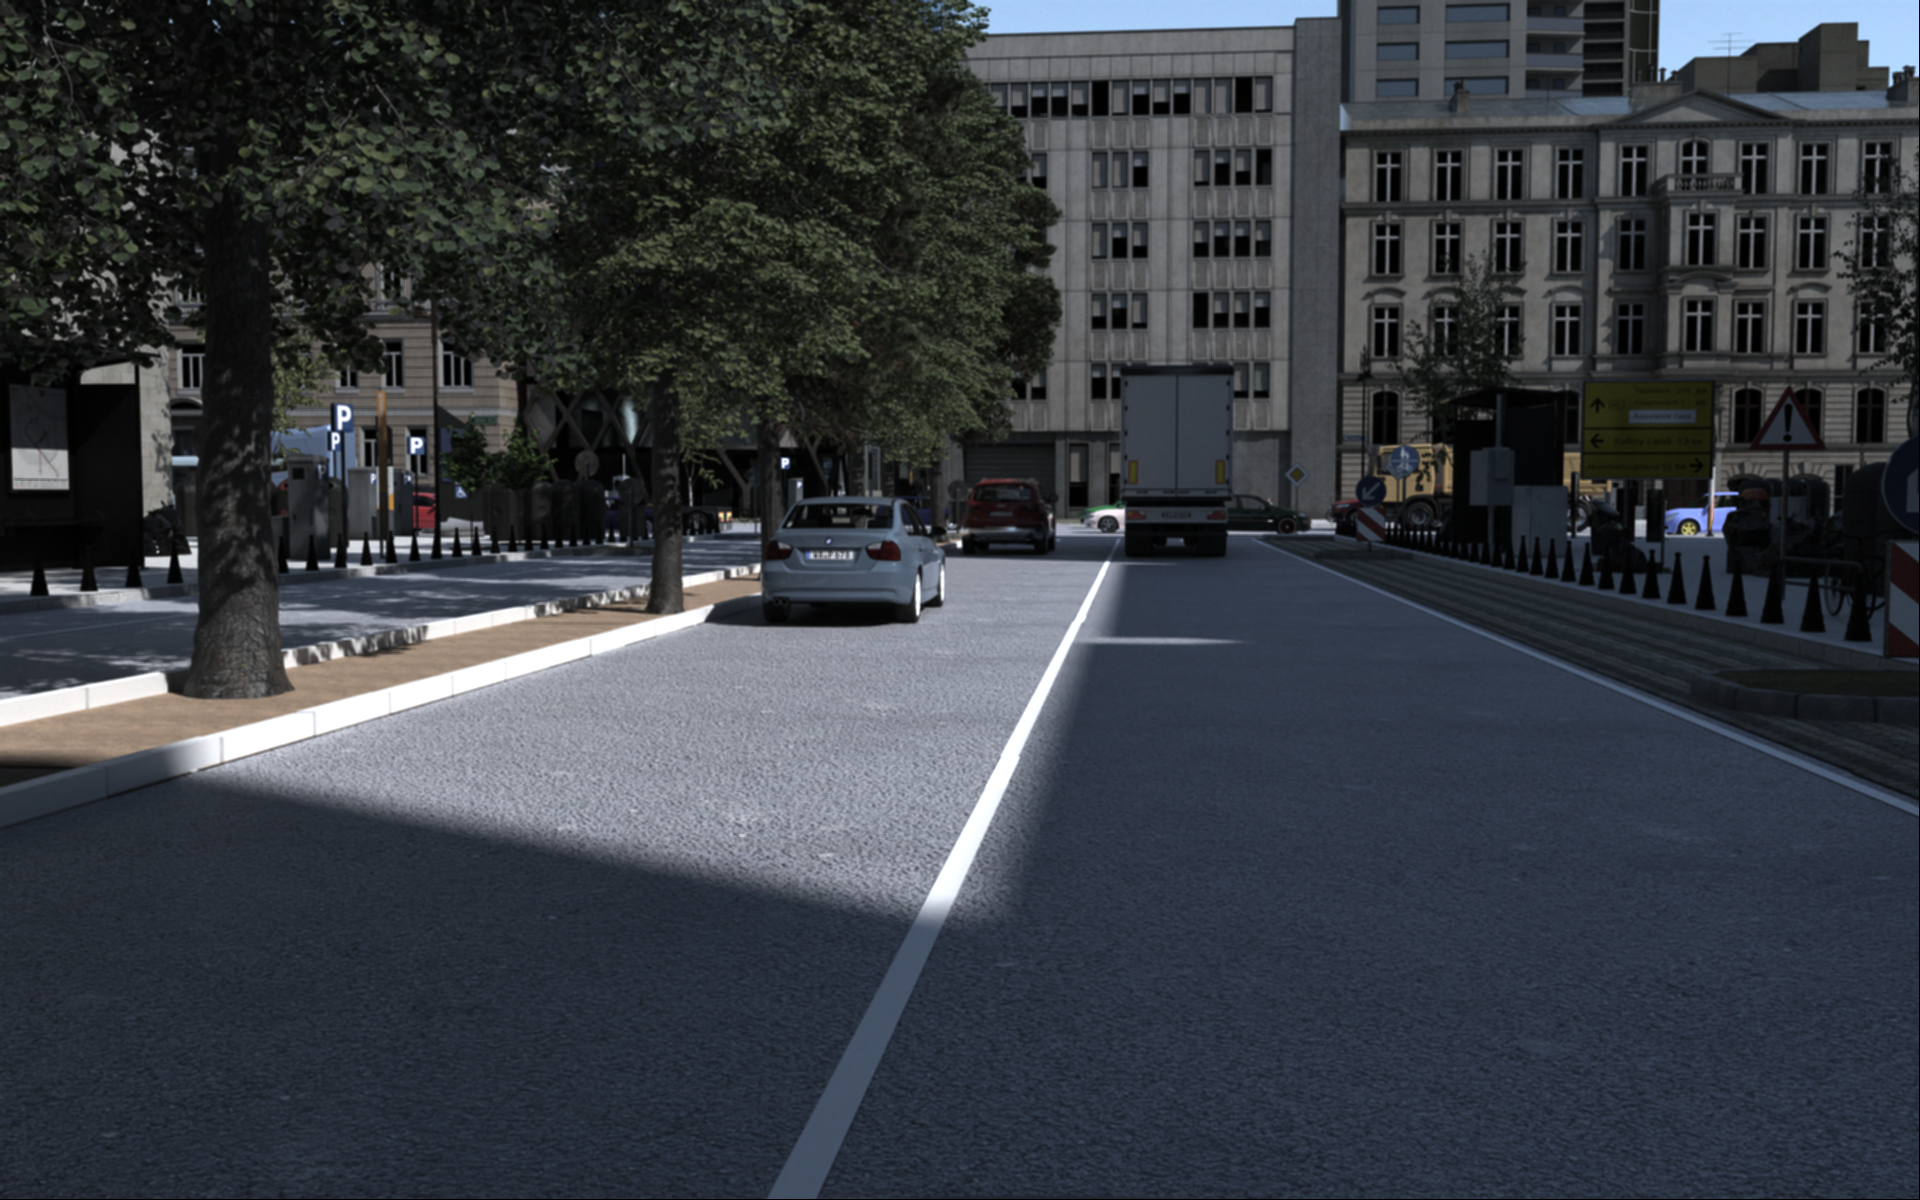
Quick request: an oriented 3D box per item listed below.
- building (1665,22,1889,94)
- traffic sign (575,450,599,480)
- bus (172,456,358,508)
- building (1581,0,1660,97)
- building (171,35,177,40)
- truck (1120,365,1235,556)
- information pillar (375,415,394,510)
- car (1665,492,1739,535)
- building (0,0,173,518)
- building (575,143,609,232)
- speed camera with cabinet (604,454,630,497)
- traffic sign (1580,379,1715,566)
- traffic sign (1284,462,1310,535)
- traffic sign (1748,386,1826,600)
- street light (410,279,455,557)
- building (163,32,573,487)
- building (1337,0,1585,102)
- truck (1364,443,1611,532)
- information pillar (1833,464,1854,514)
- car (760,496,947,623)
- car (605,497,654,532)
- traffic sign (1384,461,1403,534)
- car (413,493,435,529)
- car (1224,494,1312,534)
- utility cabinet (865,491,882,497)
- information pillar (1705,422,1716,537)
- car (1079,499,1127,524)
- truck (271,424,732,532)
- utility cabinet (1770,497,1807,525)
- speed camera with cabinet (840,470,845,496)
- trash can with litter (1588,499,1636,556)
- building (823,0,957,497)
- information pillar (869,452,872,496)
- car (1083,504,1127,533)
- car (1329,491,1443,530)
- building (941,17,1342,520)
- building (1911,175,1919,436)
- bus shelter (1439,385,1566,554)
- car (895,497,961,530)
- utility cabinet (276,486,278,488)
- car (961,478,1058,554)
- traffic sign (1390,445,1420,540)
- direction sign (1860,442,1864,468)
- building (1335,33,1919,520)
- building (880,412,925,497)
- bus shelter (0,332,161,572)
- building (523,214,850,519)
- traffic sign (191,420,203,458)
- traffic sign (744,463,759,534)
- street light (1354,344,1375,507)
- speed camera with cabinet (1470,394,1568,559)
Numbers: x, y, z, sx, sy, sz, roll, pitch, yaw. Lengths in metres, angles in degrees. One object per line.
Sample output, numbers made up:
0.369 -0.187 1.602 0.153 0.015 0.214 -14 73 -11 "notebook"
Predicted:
85.213 -34.274 184.077 21.600 48.544 21.300 0 4 6 "building"
-10.872 -3.077 50.422 0.768 2.556 0.104 1 4 14 "traffic sign"
-31.770 -4.690 71.547 13.247 3.499 2.948 0 4 6 "bus"
87.774 -49.457 246.878 20.611 71.187 20.563 0 4 6 "building"
-58.756 -19.689 99.411 29.804 29.767 11.434 0 4 6 "building"
5.379 -3.323 43.240 2.839 4.237 11.283 0 4 7 "truck"
-17.126 -3.681 51.531 0.504 3.616 0.183 0 4 5 "information pillar"
24.711 -2.873 56.559 3.694 1.707 1.945 0 4 7 "car"
-29.850 -11.408 41.271 16.860 20.320 10.420 0 4 6 "building"
-48.384 -33.243 198.145 28.867 44.769 22.147 0 4 6 "building"
-17.414 -5.633 86.441 2.038 3.252 0.660 2 4 31 "speed camera with cabinet"
12.182 -2.256 30.765 2.265 3.308 0.079 0 4 7 "traffic sign"
10.539 -3.093 54.215 0.795 2.450 0.064 0 4 6 "traffic sign"
9.956 -1.278 20.903 0.884 2.594 0.081 0 4 7 "traffic sign"
-10.715 -3.829 35.394 0.468 5.910 1.993 0 4 6 "street light"
-33.197 -19.076 97.796 20.117 28.700 13.634 0 4 6 "building"
45.296 -37.775 159.621 21.231 58.520 28.212 0 4 6 "building"
19.715 -4.329 66.697 9.791 3.379 3.469 0 4 8 "truck"
21.903 -2.353 42.963 0.304 2.012 0.304 -1 4 -22 "information pillar"
-1.206 -0.527 20.613 2.014 1.417 4.499 0 4 5 "car"
-11.889 -2.934 60.553 3.894 1.354 1.945 0 4 7 "car"
12.109 -2.858 47.910 0.795 2.450 0.064 0 4 8 "traffic sign"
-18.856 -3.230 61.845 4.494 1.783 2.155 0 4 5 "car"
9.973 -3.049 59.634 4.222 1.686 2.009 0 4 6 "car"
-5.799 -6.584 116.331 1.173 1.500 0.318 -1 4 -12 "utility cabinet"
22.776 -3.738 52.467 0.183 3.616 0.504 2 4 34 "information pillar"
7.335 -3.874 72.139 4.718 1.807 1.959 0 4 5 "car"
-18.325 -4.729 67.074 18.799 4.110 2.967 0 4 5 "truck"
20.520 -1.944 42.944 1.020 1.237 0.306 -2 4 -28 "utility cabinet"
-9.153 -8.596 134.881 0.660 3.252 2.038 1 4 13 "speed camera with cabinet"
13.603 -1.505 35.988 0.624 1.170 1.055 -2 4 -35 "trash can with litter"
-11.981 -57.884 259.079 31.000 86.520 22.319 0 4 6 "building"
-4.965 -6.415 96.247 0.183 3.616 0.504 1 4 9 "information pillar"
6.962 -3.143 63.749 4.827 1.381 2.083 0 4 8 "car"
17.700 -3.774 70.374 5.304 1.827 2.281 0 4 5 "car"
9.578 -16.832 93.231 19.932 24.808 12.078 0 4 6 "building"
28.022 -13.024 30.967 12.078 24.808 19.932 0 4 6 "building"
12.538 -3.002 40.365 1.731 3.624 6.357 0 4 6 "bus shelter"
-1.397 -3.457 69.110 3.894 1.354 1.945 0 4 6 "car"
-19.453 -2.520 49.880 0.318 1.500 1.173 -2 4 -31 "utility cabinet"
1.246 -2.081 42.705 2.281 1.827 5.304 0 4 7 "car"
11.639 -2.769 45.381 0.768 2.556 0.104 1 4 14 "traffic sign"
39.291 -5.107 75.502 0.379 3.537 0.876 2 4 35 "direction sign"
36.849 -16.648 91.273 34.723 24.649 14.460 0 4 6 "building"
-19.679 -33.056 195.095 28.867 44.769 22.147 0 4 6 "building"
-14.642 -2.145 26.346 1.731 3.624 6.357 0 4 6 "bus shelter"
-14.414 -14.124 98.375 16.811 18.784 16.820 0 4 6 "building"
-12.451 -1.754 28.781 0.768 2.556 0.104 1 4 15 "traffic sign"
-6.610 -3.204 56.027 0.795 2.450 0.064 0 4 6 "traffic sign"
12.485 -4.943 53.610 0.468 5.910 1.993 0 4 6 "street light"
11.261 -2.479 34.868 2.038 3.252 0.660 -1 4 -23 "speed camera with cabinet"
